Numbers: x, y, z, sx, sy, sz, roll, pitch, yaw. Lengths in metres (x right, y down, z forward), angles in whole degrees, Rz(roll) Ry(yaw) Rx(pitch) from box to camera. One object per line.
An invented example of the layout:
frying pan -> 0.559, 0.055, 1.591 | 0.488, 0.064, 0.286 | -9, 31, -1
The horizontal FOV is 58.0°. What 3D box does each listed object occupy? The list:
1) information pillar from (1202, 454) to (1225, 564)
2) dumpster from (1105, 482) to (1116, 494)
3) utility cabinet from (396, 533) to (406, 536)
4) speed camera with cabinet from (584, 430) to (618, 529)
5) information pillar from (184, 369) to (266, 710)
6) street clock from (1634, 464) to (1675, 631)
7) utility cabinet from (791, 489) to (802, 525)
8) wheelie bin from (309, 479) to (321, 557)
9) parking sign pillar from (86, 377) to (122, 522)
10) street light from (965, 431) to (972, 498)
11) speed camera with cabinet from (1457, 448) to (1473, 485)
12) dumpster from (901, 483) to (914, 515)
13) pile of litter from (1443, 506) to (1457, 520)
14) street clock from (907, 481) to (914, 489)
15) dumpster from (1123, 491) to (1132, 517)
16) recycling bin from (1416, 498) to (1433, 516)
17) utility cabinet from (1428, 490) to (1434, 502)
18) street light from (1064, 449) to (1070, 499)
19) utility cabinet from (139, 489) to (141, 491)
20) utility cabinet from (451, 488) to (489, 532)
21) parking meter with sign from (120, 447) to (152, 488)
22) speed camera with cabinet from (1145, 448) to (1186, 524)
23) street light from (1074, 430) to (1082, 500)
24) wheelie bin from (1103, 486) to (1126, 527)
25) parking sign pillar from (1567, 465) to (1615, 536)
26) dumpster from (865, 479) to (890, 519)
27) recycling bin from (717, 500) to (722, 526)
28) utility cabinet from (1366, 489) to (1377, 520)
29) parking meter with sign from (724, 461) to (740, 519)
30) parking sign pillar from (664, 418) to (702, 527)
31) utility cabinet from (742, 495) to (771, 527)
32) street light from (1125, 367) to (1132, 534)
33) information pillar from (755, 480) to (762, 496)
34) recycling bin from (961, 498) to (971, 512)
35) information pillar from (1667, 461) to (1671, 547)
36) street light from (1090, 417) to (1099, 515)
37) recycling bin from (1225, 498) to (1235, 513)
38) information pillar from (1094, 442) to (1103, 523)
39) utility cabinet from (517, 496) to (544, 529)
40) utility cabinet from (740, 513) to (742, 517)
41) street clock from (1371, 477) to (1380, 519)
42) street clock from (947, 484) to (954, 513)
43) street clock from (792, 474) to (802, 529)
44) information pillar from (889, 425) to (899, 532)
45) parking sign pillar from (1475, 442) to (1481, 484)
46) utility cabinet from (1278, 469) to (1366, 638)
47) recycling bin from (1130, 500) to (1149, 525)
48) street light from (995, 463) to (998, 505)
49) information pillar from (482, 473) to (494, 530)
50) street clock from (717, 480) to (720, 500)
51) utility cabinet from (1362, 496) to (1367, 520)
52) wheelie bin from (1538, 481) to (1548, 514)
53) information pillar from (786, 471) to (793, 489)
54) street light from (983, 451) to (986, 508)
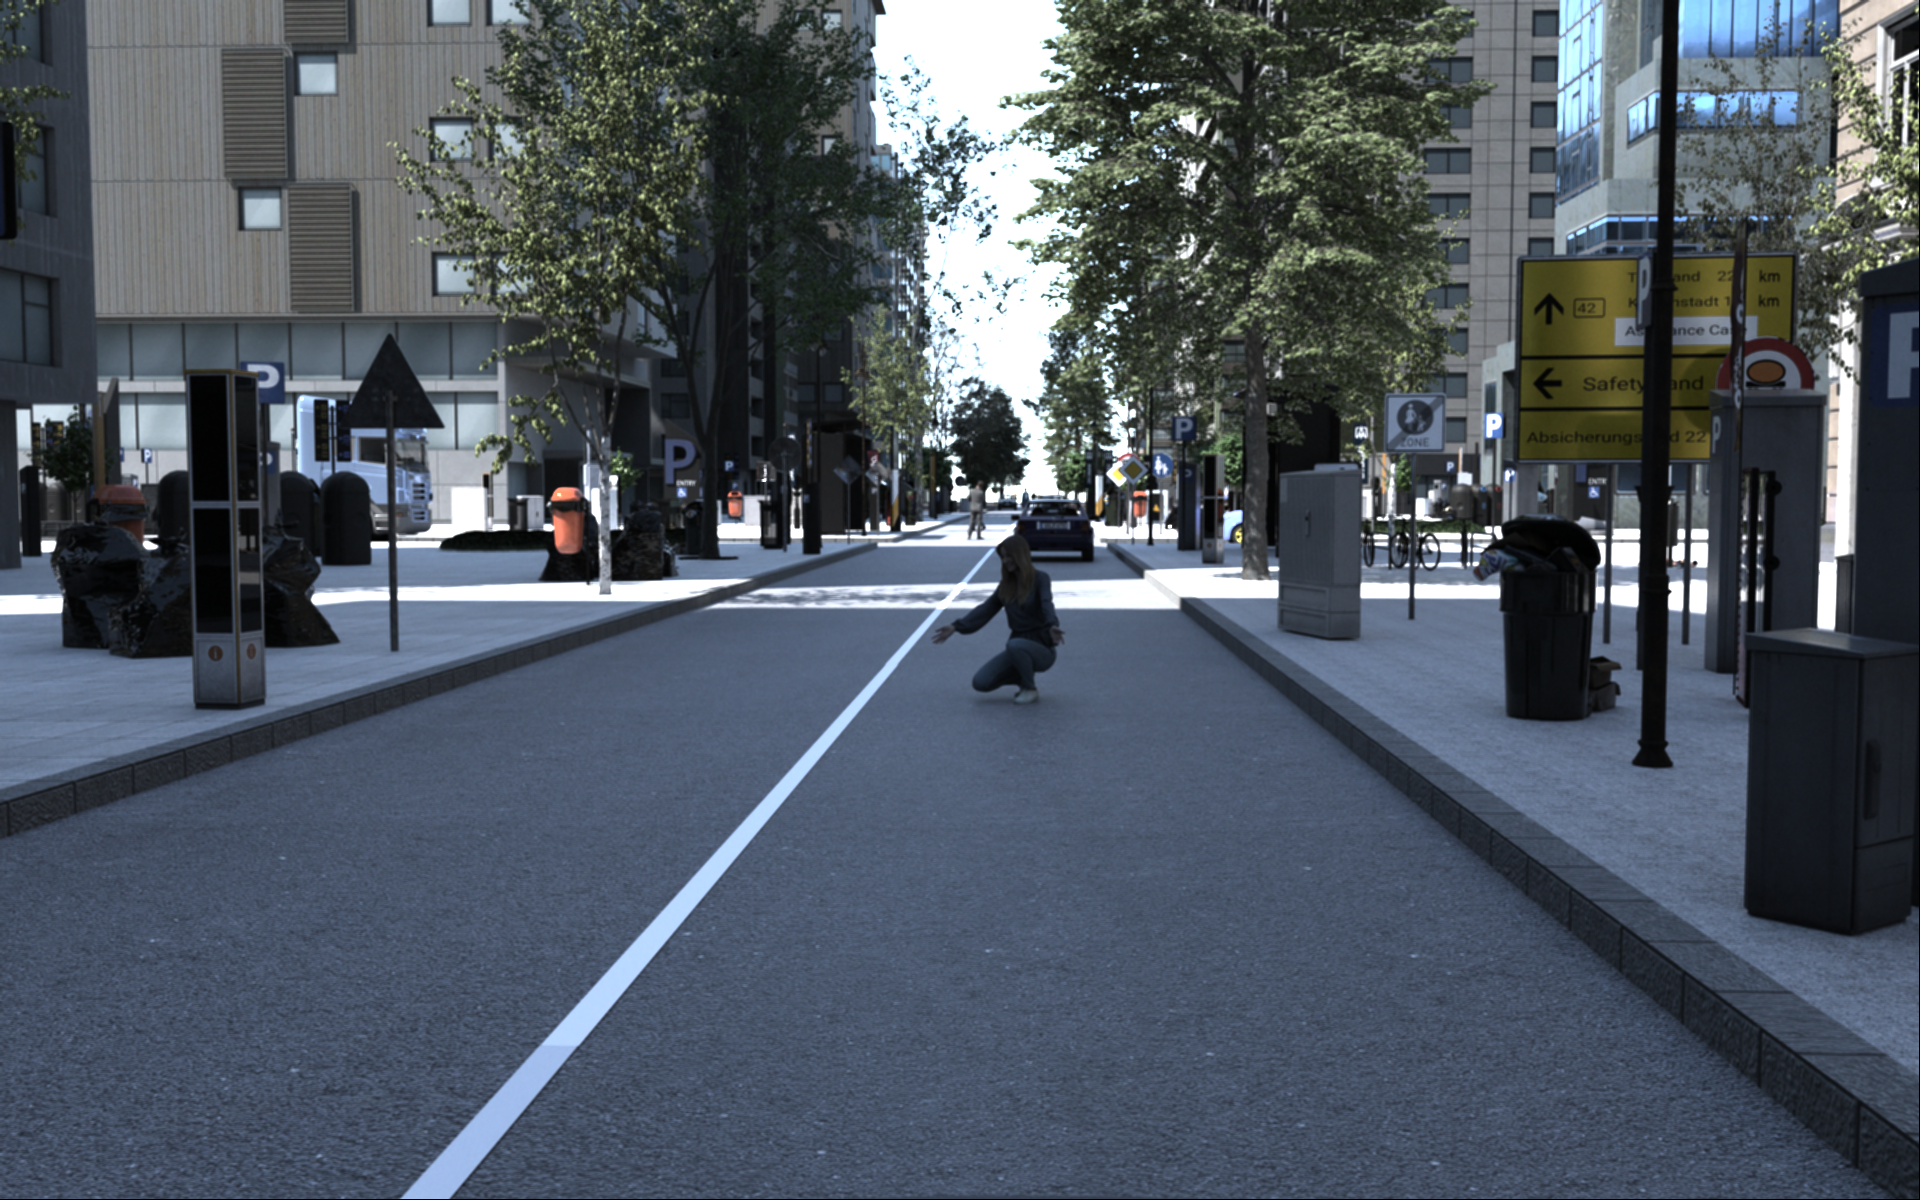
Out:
information pillar -> 4.691, -1.685, 32.049 | 0.304, 2.012, 0.304 | 3, 4, 38
dumpster -> 7.894, -5.042, 84.924 | 1.502, 2.255, 1.985 | 0, 4, 3
utility cabinet -> -17.350, -2.692, 52.687 | 1.173, 1.500, 0.318 | 2, 4, 35
speed camera with cabinet -> -11.065, -3.607, 53.313 | 0.660, 3.252, 2.038 | -2, 4, -25
information pillar -> -4.400, -0.360, 10.386 | 0.304, 2.012, 0.304 | 1, 4, 8
street clock -> 6.469, -0.709, 16.158 | 0.471, 2.002, 0.358 | -2, 4, -34
utility cabinet -> -6.906, -3.849, 71.614 | 1.173, 1.500, 0.318 | 0, 4, 7
wheelie bin -> -13.361, -1.691, 35.549 | 0.693, 1.594, 0.980 | -3, 4, -38
parking sign pillar -> -19.475, -3.117, 39.432 | 1.447, 3.967, 1.447 | -1, 4, -14
street light -> 0.675, -9.551, 128.939 | 0.468, 5.910, 1.993 | 0, 4, 3
speed camera with cabinet -> 21.321, -4.811, 72.994 | 0.660, 3.252, 2.038 | 1, 4, 15
dumpster -> -3.038, -5.110, 89.311 | 1.264, 1.857, 1.865 | 0, 4, 3
pile of litter -> 17.641, -2.898, 61.341 | 1.719, 0.858, 1.176 | -3, 5, -44
street clock -> -2.714, -5.585, 95.891 | 0.471, 2.002, 0.358 | 1, 4, 21
dumpster -> 7.753, -4.599, 80.948 | 1.264, 1.857, 1.865 | 0, 4, 3
recycling bin -> 26.783, -5.348, 100.000 | 0.722, 1.027, 0.722 | -2, 4, -31
utility cabinet -> 28.332, -5.779, 103.163 | 0.318, 1.500, 1.173 | -1, 4, -16
street light -> 10.521, -11.867, 166.816 | 0.468, 5.910, 1.993 | 0, 4, 3
utility cabinet -> -32.861, -3.720, 69.501 | 0.318, 1.500, 1.173 | 1, 4, 22
utility cabinet -> -16.541, -3.046, 58.480 | 1.173, 1.500, 0.318 | 0, 4, 8
parking meter with sign -> -32.000, -4.299, 66.545 | 1.738, 3.016, 0.543 | 0, 4, 6
speed camera with cabinet -> 9.022, -4.920, 74.771 | 2.038, 3.252, 0.660 | 0, 4, 4
street light -> 8.908, -9.712, 131.584 | 0.468, 5.910, 1.993 | 0, 4, 3
wheelie bin -> 6.080, -3.664, 67.818 | 0.693, 1.594, 0.980 | 3, 5, 40
parking sign pillar -> 19.377, -3.956, 53.156 | 1.447, 3.967, 1.447 | 0, 4, -4
dumpster -> -4.397, -5.366, 90.228 | 1.502, 2.255, 1.985 | 0, 4, 3
recycling bin -> -10.021, -3.489, 69.606 | 0.722, 1.027, 0.722 | -1, 4, -23
utility cabinet -> 18.515, -4.330, 79.472 | 1.173, 1.500, 0.318 | 1, 4, 8
parking meter with sign -> -11.775, -5.727, 89.894 | 0.543, 3.016, 1.738 | -1, 4, -22
parking sign pillar -> -9.832, -4.465, 61.477 | 1.447, 3.967, 1.447 | 0, 4, 6
utility cabinet -> -7.914, -3.456, 67.667 | 1.020, 1.237, 0.306 | 0, 4, -5
street light -> 5.373, -5.046, 55.296 | 0.468, 5.910, 1.993 | 0, 4, 3
information pillar -> -10.369, -5.179, 89.175 | 0.304, 2.012, 0.304 | -1, 4, -9
recycling bin -> 0.528, -6.683, 121.825 | 0.722, 1.027, 0.722 | 3, 5, 40
information pillar -> 17.176, -3.106, 42.143 | 0.183, 3.616, 0.504 | 3, 5, 41
street light -> 7.011, -7.201, 90.526 | 0.468, 5.910, 1.993 | 0, 4, 3
recycling bin -> 17.420, -6.112, 112.487 | 0.722, 1.027, 0.722 | 3, 5, 39
information pillar -> 6.278, -5.307, 78.121 | 0.183, 3.616, 0.504 | 3, 4, 36
utility cabinet -> -15.518, -3.147, 62.622 | 0.306, 1.237, 1.020 | 2, 4, 35
utility cabinet -> -12.545, -5.255, 97.085 | 1.020, 1.237, 0.306 | 2, 4, 31
street clock -> 17.591, -4.210, 73.409 | 0.358, 2.002, 0.471 | 2, 4, 33
street clock -> -0.641, -7.089, 120.481 | 0.358, 2.002, 0.471 | 3, 5, 45
street clock -> -5.962, -3.596, 63.372 | 0.471, 2.002, 0.358 | 1, 4, 16
information pillar -> -2.216, -4.119, 58.699 | 0.183, 3.616, 0.504 | 1, 4, 20
parking sign pillar -> 27.288, -6.271, 91.007 | 1.447, 3.967, 1.447 | 1, 4, 18
utility cabinet -> 3.240, -0.430, 15.702 | 0.318, 1.500, 1.173 | -1, 4, -12
recycling bin -> 7.434, -3.629, 71.896 | 0.722, 1.027, 0.722 | 1, 4, 13
street light -> 4.669, -14.656, 212.407 | 0.468, 5.910, 1.993 | 0, 4, 3
information pillar -> -16.742, -3.482, 61.415 | 0.304, 2.012, 0.304 | 0, 4, 1
street clock -> -12.285, -5.085, 87.715 | 0.358, 2.002, 0.471 | -1, 4, -10
utility cabinet -> 13.489, -2.971, 59.744 | 1.020, 1.237, 0.306 | 0, 4, -8
wheelie bin -> 13.478, -2.026, 41.035 | 0.693, 1.594, 0.980 | -2, 4, -35
information pillar -> -8.530, -5.838, 86.798 | 0.183, 3.616, 0.504 | -3, 4, -38
street light -> 2.294, -11.712, 164.271 | 0.468, 5.910, 1.993 | 0, 4, 3
